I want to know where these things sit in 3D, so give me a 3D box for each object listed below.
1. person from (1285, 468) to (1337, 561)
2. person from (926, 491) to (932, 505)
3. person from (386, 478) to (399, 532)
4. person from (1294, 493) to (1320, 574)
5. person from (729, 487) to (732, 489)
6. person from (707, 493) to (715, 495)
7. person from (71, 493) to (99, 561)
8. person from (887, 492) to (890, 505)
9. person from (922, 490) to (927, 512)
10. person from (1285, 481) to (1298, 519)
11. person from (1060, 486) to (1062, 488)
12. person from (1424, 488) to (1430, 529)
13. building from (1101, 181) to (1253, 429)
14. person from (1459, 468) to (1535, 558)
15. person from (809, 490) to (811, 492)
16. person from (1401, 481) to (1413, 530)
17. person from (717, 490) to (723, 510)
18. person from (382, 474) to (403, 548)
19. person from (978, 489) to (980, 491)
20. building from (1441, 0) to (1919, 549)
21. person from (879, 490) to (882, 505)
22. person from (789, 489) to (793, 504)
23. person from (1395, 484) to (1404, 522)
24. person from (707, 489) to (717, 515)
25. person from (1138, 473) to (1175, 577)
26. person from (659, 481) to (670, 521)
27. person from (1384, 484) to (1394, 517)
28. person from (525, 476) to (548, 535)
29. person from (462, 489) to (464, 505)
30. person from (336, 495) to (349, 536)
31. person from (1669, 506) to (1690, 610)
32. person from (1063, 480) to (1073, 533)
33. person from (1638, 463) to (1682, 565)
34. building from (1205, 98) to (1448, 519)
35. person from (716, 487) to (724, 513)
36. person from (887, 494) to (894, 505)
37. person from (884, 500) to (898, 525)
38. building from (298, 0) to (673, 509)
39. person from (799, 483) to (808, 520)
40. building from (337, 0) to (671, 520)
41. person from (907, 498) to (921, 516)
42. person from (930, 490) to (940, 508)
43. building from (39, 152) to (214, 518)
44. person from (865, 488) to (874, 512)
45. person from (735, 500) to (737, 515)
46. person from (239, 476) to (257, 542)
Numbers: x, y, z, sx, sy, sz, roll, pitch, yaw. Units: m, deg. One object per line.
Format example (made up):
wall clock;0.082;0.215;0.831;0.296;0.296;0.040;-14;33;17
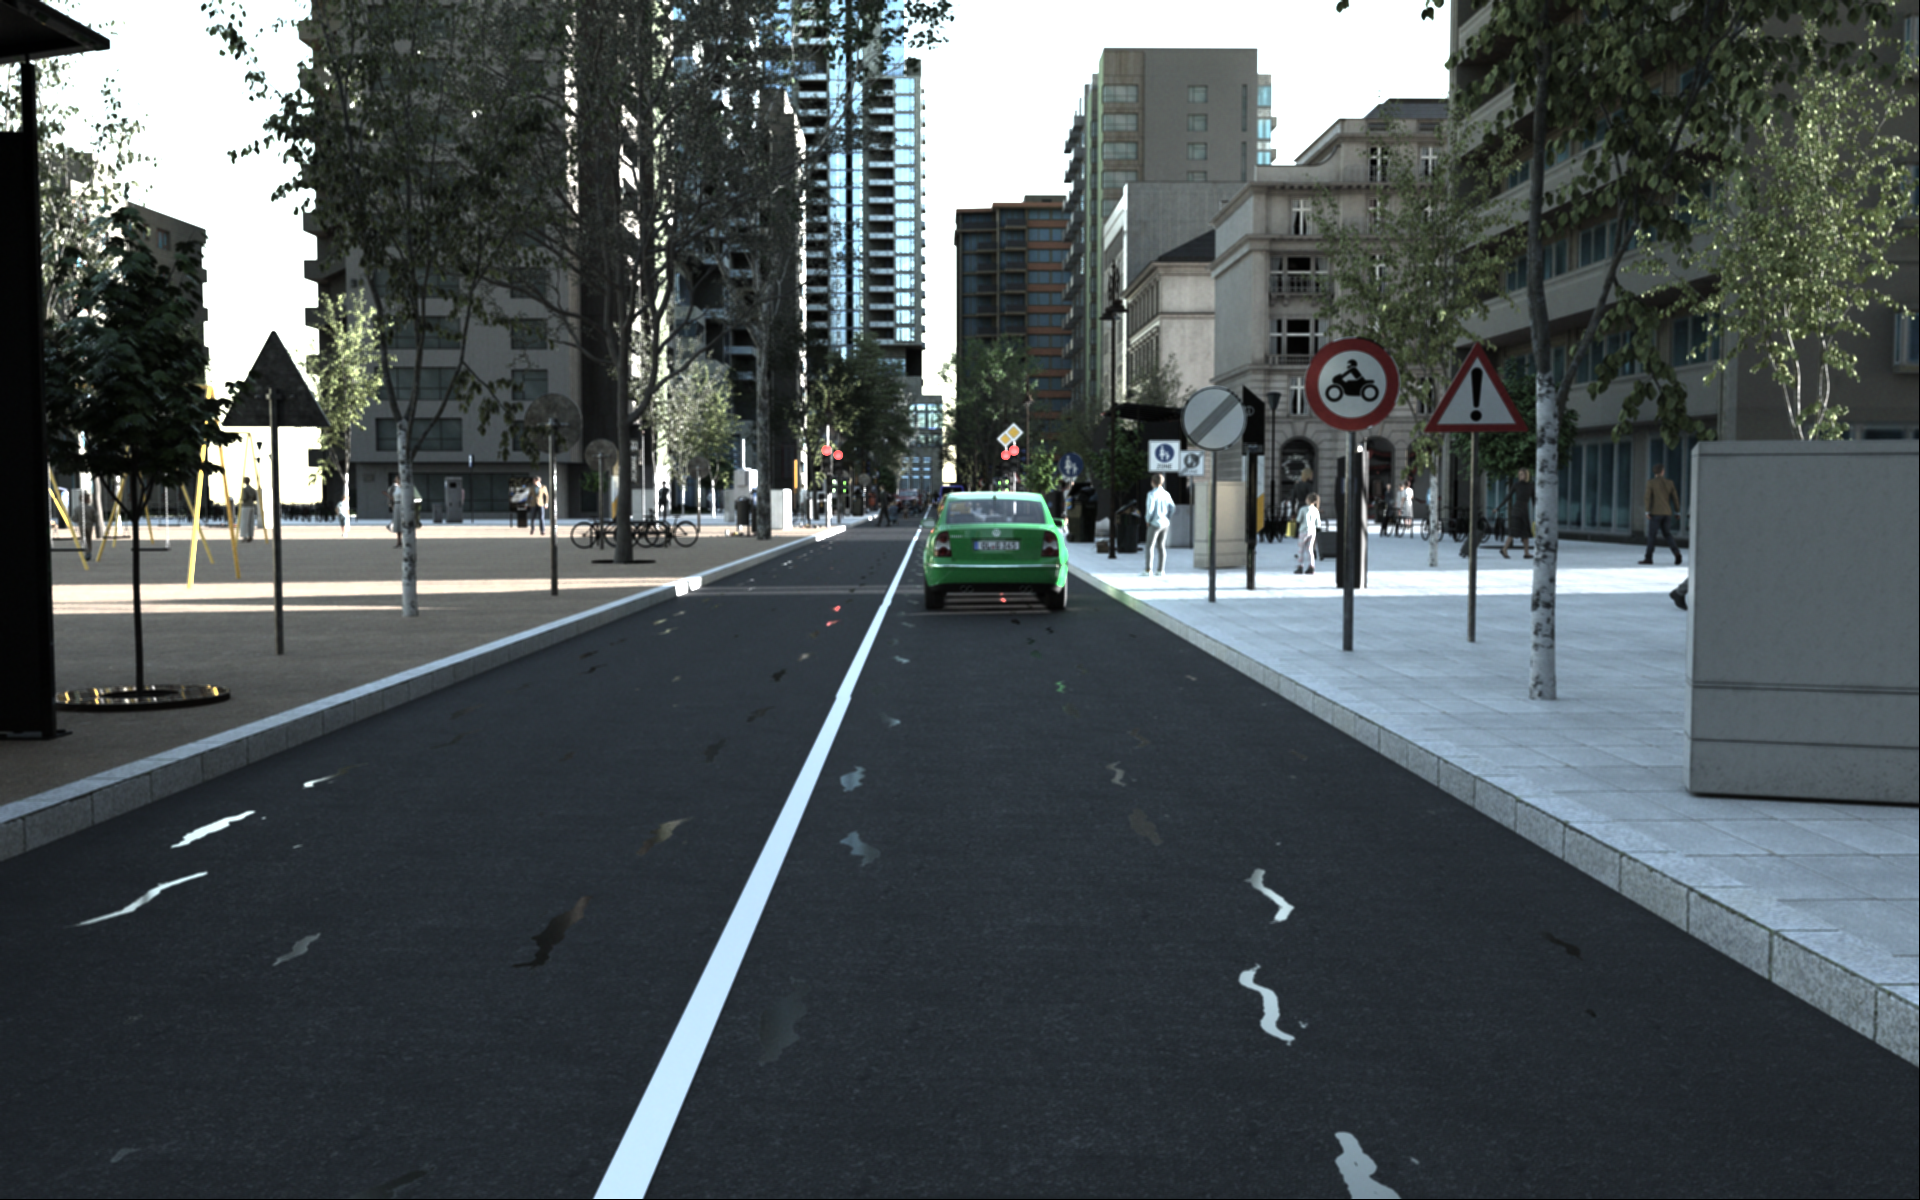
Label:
person;6.910;-1.695;33.967;0.699;1.804;1.509;0;4;-7
person;-4.151;-13.181;223.635;1.348;1.869;0.705;-2;4;-28
person;-18.890;-3.173;58.019;0.679;1.850;0.850;2;4;32
person;5.549;-1.069;27.807;0.425;1.301;0.394;-3;4;-37
person;-17.768;-7.811;133.997;0.529;1.795;0.600;-3;5;-44
person;-19.351;-7.839;134.780;0.480;1.755;0.524;3;4;36
person;-16.858;-1.410;33.368;0.475;1.303;0.640;-3;5;-41
person;-8.581;-12.075;204.264;0.445;1.727;0.742;2;4;25
person;-2.911;-7.914;138.379;0.515;1.767;0.782;1;4;21
person;15.157;-4.428;78.222;0.755;1.850;0.659;-1;4;-18
person;5.352;-5.238;91.883;0.606;1.804;0.583;-2;4;-34
person;16.732;-3.370;61.482;0.601;1.785;0.444;-3;5;-40
building;18.440;-19.762;141.128;12.078;24.808;19.932;0;4;-1
person;10.856;-1.737;34.667;1.509;1.804;0.699;2;4;34
person;-15.496;-10.620;180.471;0.721;1.735;1.217;0;4;7
person;16.125;-3.428;62.659;0.480;1.755;0.524;-2;4;-25
person;-18.694;-7.921;135.795;0.600;1.795;0.529;0;4;1
person;-13.409;-2.117;41.225;0.480;1.755;0.524;3;4;36
person;2.023;-10.513;178.385;0.568;1.767;0.683;-3;5;-41
building;26.687;-25.794;45.433;21.300;48.544;21.600;0;4;-1
person;-7.889;-10.284;174.971;0.721;1.735;1.217;0;4;-8
person;-17.998;-10.907;184.000;0.705;1.869;1.348;3;5;41
person;19.695;-4.318;77.387;0.466;1.731;0.760;0;4;3
person;-15.208;-6.015;106.197;0.589;1.601;0.330;-2;4;-24
person;3.072;-1.170;26.986;0.589;1.601;0.330;-2;4;-26
person;-13.723;-4.552;79.834;0.648;1.900;0.474;1;4;11
person;20.026;-4.555;80.941;0.576;1.772;0.534;2;4;34
person;-13.280;-2.957;54.296;0.656;1.842;0.836;-3;4;-36
person;-23.049;-4.495;79.552;0.555;1.821;0.388;0;4;1
person;-18.695;-2.552;52.459;0.332;1.250;0.352;2;4;31
person;8.260;-0.786;19.001;0.850;1.850;0.679;2;4;25
person;3.577;-3.039;56.479;0.466;1.731;0.760;1;4;19
person;12.799;-1.565;31.548;0.656;1.842;0.836;-3;4;-37
building;26.164;-15.380;93.255;24.055;21.916;13.314;0;4;-1
person;-16.291;-6.871;118.652;0.850;1.792;0.678;2;4;30
person;-8.134;-11.771;201.690;0.799;1.438;0.628;-1;4;-12
person;-3.227;-4.081;80.715;1.012;1.151;0.738;-2;4;-24
building;-31.676;-30.208;117.597;21.300;48.544;21.600;0;4;-1
person;-7.536;-4.747;83.886;0.478;1.798;0.641;-3;4;-36
building;-23.677;-19.618;92.453;14.160;30.474;14.107;0;4;-1
person;-2.904;-6.047;112.868;1.012;1.151;0.738;2;4;26
person;-2.491;-10.412;178.878;1.348;1.807;0.705;1;4;21
building;-63.295;-15.544;99.192;28.899;21.520;27.650;0;4;-1
person;-6.536;-7.202;124.542;0.760;1.731;0.466;-2;4;-32
person;-13.709;-6.077;107.220;0.589;1.601;0.330;1;4;16
person;-18.991;-2.418;46.126;0.362;1.759;0.519;1;4;22
